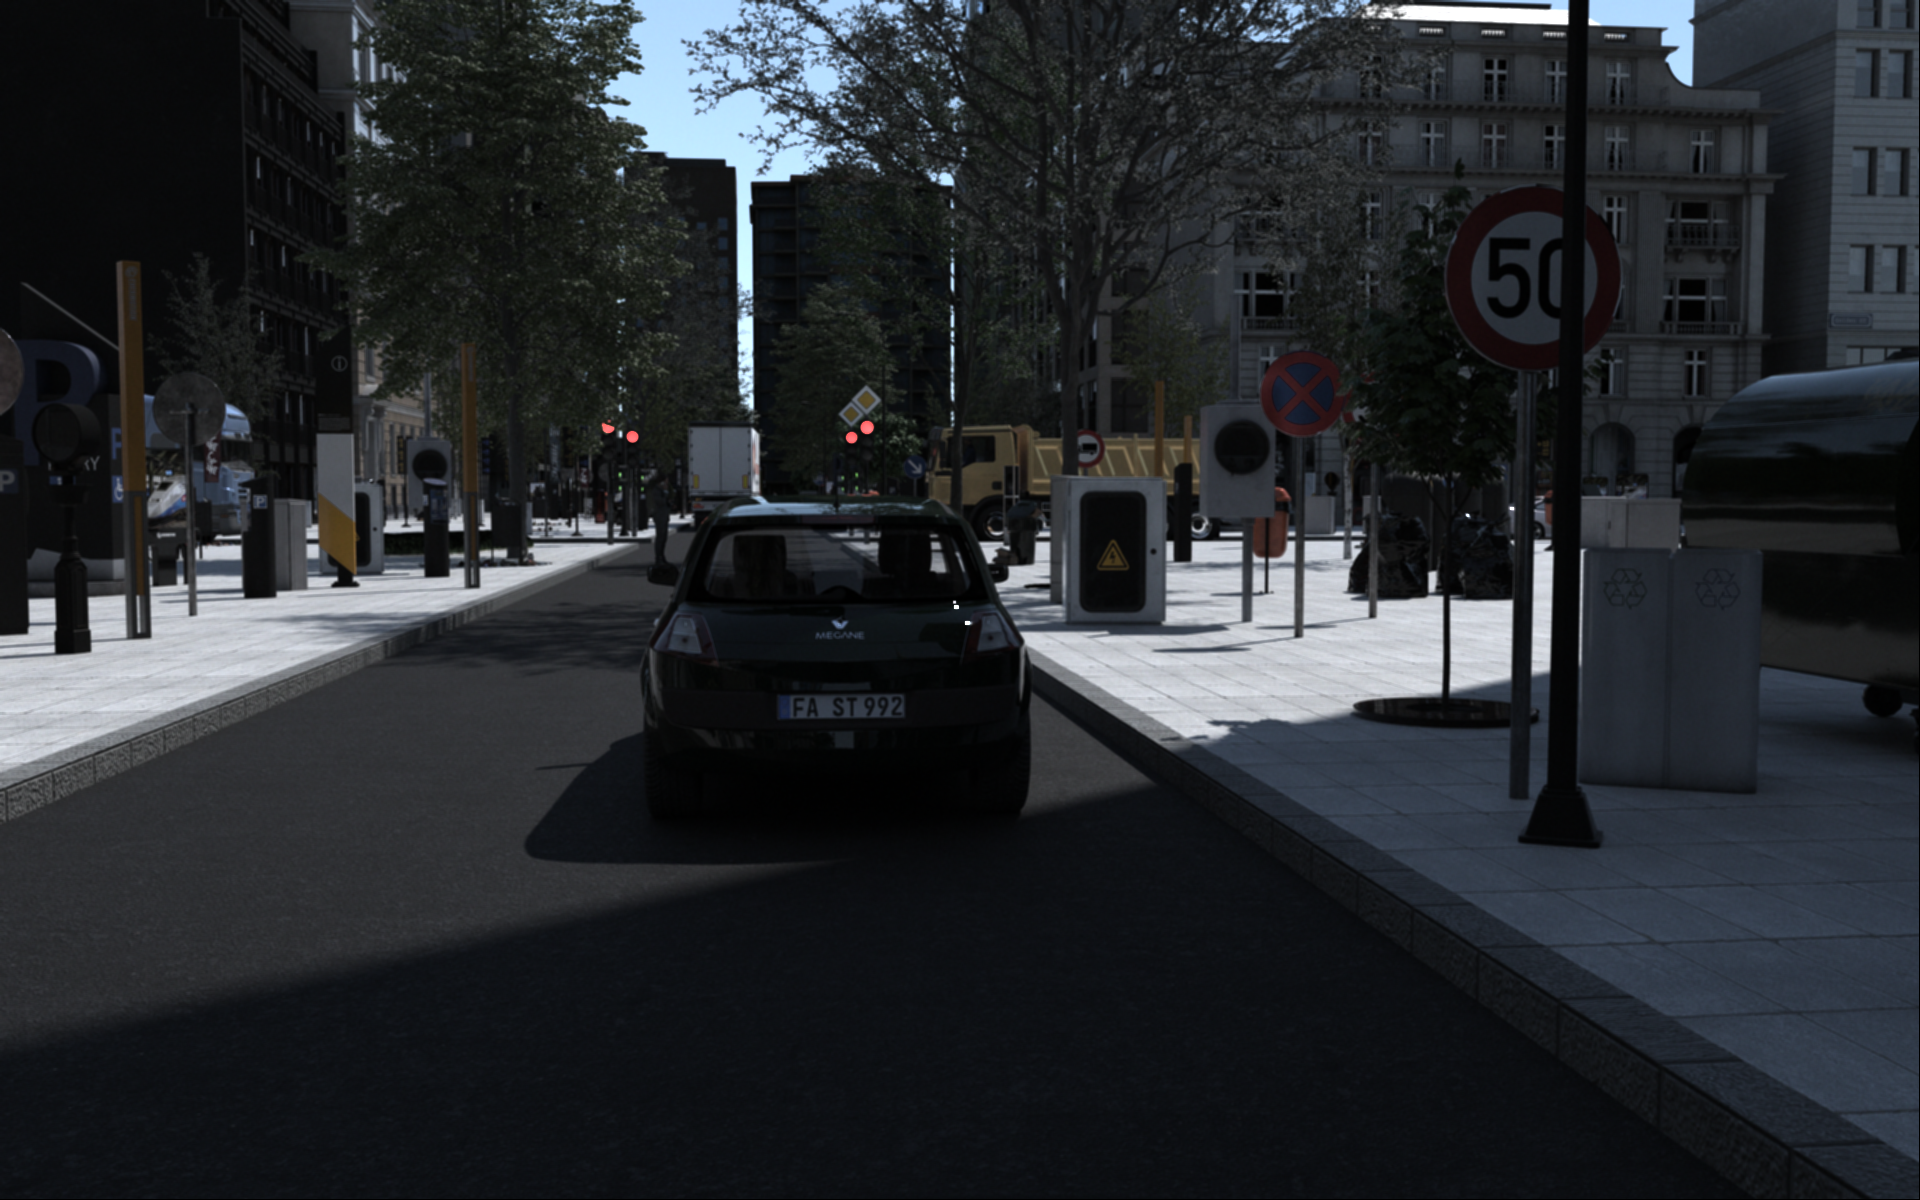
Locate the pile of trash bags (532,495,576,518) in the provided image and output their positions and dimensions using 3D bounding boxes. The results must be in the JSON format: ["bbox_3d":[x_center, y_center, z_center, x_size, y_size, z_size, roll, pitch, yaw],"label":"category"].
[{"bbox_3d":[-22.116,-5.007,91.618,3.447,1.369,1.912,-2,4,-26],"label":"pile of trash bags"}]

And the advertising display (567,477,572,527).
[{"bbox_3d":[-15.090,-3.774,66.924,0.123,1.923,0.974,-1,4,-9],"label":"advertising display"}]

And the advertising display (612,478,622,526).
[{"bbox_3d":[-13.799,-3.970,70.124,0.123,1.923,0.974,1,4,22],"label":"advertising display"}]

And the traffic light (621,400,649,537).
[{"bbox_3d":[-9.729,-3.841,51.725,0.839,4.253,0.868,0,4,-6],"label":"traffic light"}]

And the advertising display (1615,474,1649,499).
[{"bbox_3d":[21.383,-3.054,55.147,0.974,1.923,0.123,2,4,25],"label":"advertising display"}]

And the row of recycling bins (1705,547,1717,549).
[{"bbox_3d":[8.596,-0.520,15.621,3.534,1.692,1.069,2,4,34],"label":"row of recycling bins"}]

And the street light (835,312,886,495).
[{"bbox_3d":[-2.493,-4.395,44.399,1.470,5.913,1.316,0,4,-6],"label":"street light"}]

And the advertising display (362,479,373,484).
[{"bbox_3d":[-26.221,-4.352,76.370,0.974,1.923,0.123,2,4,33],"label":"advertising display"}]

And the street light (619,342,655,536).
[{"bbox_3d":[-9.664,-4.892,52.521,1.470,5.913,1.316,0,4,-6],"label":"street light"}]

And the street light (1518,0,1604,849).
[{"bbox_3d":[1.696,-2.059,6.205,1.470,5.913,1.316,0,4,-6],"label":"street light"}]

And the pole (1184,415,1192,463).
[{"bbox_3d":[5.913,-3.130,45.016,0.158,3.312,0.155,0,3,0],"label":"pole"}]

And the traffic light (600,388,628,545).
[{"bbox_3d":[-8.838,-3.356,43.790,0.839,4.253,0.868,0,4,-6],"label":"traffic light"}]

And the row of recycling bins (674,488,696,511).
[{"bbox_3d":[-19.715,-7.142,123.888,1.069,1.692,3.534,-2,4,-31],"label":"row of recycling bins"}]

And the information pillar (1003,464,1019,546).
[{"bbox_3d":[1.278,-2.365,43.152,0.304,2.012,0.304,2,4,26],"label":"information pillar"}]

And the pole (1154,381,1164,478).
[{"bbox_3d":[3.595,-2.291,31.302,0.158,3.312,0.155,0,3,0],"label":"pole"}]

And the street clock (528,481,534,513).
[{"bbox_3d":[-24.267,-5.725,98.180,0.358,2.002,0.471,1,4,18],"label":"street clock"}]

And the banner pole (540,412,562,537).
[{"bbox_3d":[-12.072,-3.739,51.149,0.863,3.779,0.401,2,4,32],"label":"banner pole"}]

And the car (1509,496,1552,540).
[{"bbox_3d":[17.910,-2.390,51.435,4.827,1.381,2.083,0,4,-6],"label":"car"}]

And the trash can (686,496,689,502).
[{"bbox_3d":[-18.067,-6.220,113.354,0.748,1.137,0.748,0,3,0],"label":"trash can"}]

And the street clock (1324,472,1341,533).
[{"bbox_3d":[12.277,-3.215,57.132,0.471,2.002,0.358,3,4,38],"label":"street clock"}]

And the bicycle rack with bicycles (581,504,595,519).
[{"bbox_3d":[-17.632,-4.616,88.847,2.925,0.926,2.852,1,4,11],"label":"bicycle rack with bicycles"}]

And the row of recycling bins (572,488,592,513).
[{"bbox_3d":[-25.002,-6.651,115.861,1.069,1.692,3.534,1,4,20],"label":"row of recycling bins"}]

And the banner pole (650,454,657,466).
[{"bbox_3d":[-19.200,-7.256,108.644,0.863,3.779,0.401,2,4,34],"label":"banner pole"}]

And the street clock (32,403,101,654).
[{"bbox_3d":[-7.164,-0.573,13.931,0.471,2.002,0.358,1,4,15],"label":"street clock"}]

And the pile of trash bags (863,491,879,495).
[{"bbox_3d":[-1.653,-2.749,54.702,3.447,1.369,1.912,-3,5,-39],"label":"pile of trash bags"}]

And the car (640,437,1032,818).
[{"bbox_3d":[-0.677,0.041,9.121,2.009,1.686,4.222,0,4,-5],"label":"car"}]

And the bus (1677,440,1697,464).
[{"bbox_3d":[28.148,-3.718,52.331,12.252,3.916,2.896,0,4,-8],"label":"bus"}]

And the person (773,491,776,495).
[{"bbox_3d":[-19.746,-10.668,183.714,1.217,1.735,0.721,3,4,37],"label":"person"}]

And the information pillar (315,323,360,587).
[{"bbox_3d":[-8.574,-1.985,23.817,0.504,3.616,0.183,0,4,-8],"label":"information pillar"}]

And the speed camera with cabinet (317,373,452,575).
[{"bbox_3d":[-9.283,-2.056,27.949,2.038,3.252,0.660,-1,4,-19],"label":"speed camera with cabinet"}]

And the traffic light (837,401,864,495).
[{"bbox_3d":[-3.310,-3.886,52.460,0.839,4.253,0.868,0,4,-6],"label":"traffic light"}]

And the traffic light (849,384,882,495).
[{"bbox_3d":[-2.419,-3.401,44.524,0.839,4.253,0.868,0,4,-6],"label":"traffic light"}]

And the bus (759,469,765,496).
[{"bbox_3d":[-18.607,-9.821,152.116,2.896,3.916,12.252,0,4,-6],"label":"bus"}]

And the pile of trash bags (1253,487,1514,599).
[{"bbox_3d":[5.385,-0.763,22.227,3.447,1.369,1.912,1,4,16],"label":"pile of trash bags"}]

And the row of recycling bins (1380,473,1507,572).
[{"bbox_3d":[8.281,-1.382,29.709,1.069,1.692,3.534,3,5,43],"label":"row of recycling bins"}]

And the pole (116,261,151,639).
[{"bbox_3d":[-7.300,-1.312,15.301,0.158,3.312,0.155,0,3,0],"label":"pole"}]

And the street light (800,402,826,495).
[{"bbox_3d":[-7.370,-7.029,87.473,1.470,5.913,1.316,0,4,-6],"label":"street light"}]

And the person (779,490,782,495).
[{"bbox_3d":[-16.810,-9.449,163.008,0.705,1.821,1.348,0,4,-7],"label":"person"}]

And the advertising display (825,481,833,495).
[{"bbox_3d":[-6.065,-4.829,84.167,0.974,1.923,0.123,1,4,13],"label":"advertising display"}]

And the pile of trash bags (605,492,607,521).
[{"bbox_3d":[-16.458,-4.438,82.316,1.912,1.369,3.447,0,4,6],"label":"pile of trash bags"}]

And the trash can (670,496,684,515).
[{"bbox_3d":[-17.876,-5.880,107.798,0.748,1.137,0.748,0,3,0],"label":"trash can"}]

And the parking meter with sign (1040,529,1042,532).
[{"bbox_3d":[1.937,-3.841,59.060,1.738,3.016,0.543,0,4,-5],"label":"parking meter with sign"}]

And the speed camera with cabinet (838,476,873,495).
[{"bbox_3d":[-3.998,-4.399,66.259,0.660,3.252,2.038,1,4,22],"label":"speed camera with cabinet"}]

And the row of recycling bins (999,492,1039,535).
[{"bbox_3d":[1.805,-2.958,55.472,1.069,1.692,3.534,-1,4,-11],"label":"row of recycling bins"}]

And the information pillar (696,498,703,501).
[{"bbox_3d":[-16.256,-7.149,108.243,0.504,3.616,0.183,-1,4,-20],"label":"information pillar"}]

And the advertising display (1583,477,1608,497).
[{"bbox_3d":[24.134,-3.708,65.840,0.974,1.923,0.123,-1,4,-9],"label":"advertising display"}]

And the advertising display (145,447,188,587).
[{"bbox_3d":[-11.108,-1.157,24.138,0.123,1.923,0.974,1,4,16],"label":"advertising display"}]

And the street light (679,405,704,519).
[{"bbox_3d":[-14.027,-7.227,90.694,1.470,5.913,1.316,0,4,-6],"label":"street light"}]

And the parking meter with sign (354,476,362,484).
[{"bbox_3d":[-25.263,-4.644,72.188,1.738,3.016,0.543,-1,4,-16],"label":"parking meter with sign"}]

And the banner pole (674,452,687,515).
[{"bbox_3d":[-16.697,-6.969,103.960,0.863,3.779,0.401,-1,4,-13],"label":"banner pole"}]

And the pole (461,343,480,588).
[{"bbox_3d":[-6.655,-1.816,23.536,0.158,3.312,0.155,0,3,0],"label":"pole"}]

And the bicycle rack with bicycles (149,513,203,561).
[{"bbox_3d":[-15.782,-1.233,33.537,2.852,0.926,2.925,0,4,3],"label":"bicycle rack with bicycles"}]

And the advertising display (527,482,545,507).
[{"bbox_3d":[-22.994,-5.460,94.486,0.974,1.923,0.123,0,4,4],"label":"advertising display"}]

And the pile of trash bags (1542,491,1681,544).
[{"bbox_3d":[17.253,-2.213,45.930,3.447,1.369,1.912,1,4,15],"label":"pile of trash bags"}]

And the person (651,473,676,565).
[{"bbox_3d":[-5.881,-1.603,34.516,0.447,1.846,0.655,0,4,5],"label":"person"}]

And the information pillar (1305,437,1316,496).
[{"bbox_3d":[13.484,-4.619,66.876,0.183,3.616,0.504,-3,5,-43],"label":"information pillar"}]

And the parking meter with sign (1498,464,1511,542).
[{"bbox_3d":[10.684,-2.346,34.611,0.543,3.016,1.738,0,4,6],"label":"parking meter with sign"}]
